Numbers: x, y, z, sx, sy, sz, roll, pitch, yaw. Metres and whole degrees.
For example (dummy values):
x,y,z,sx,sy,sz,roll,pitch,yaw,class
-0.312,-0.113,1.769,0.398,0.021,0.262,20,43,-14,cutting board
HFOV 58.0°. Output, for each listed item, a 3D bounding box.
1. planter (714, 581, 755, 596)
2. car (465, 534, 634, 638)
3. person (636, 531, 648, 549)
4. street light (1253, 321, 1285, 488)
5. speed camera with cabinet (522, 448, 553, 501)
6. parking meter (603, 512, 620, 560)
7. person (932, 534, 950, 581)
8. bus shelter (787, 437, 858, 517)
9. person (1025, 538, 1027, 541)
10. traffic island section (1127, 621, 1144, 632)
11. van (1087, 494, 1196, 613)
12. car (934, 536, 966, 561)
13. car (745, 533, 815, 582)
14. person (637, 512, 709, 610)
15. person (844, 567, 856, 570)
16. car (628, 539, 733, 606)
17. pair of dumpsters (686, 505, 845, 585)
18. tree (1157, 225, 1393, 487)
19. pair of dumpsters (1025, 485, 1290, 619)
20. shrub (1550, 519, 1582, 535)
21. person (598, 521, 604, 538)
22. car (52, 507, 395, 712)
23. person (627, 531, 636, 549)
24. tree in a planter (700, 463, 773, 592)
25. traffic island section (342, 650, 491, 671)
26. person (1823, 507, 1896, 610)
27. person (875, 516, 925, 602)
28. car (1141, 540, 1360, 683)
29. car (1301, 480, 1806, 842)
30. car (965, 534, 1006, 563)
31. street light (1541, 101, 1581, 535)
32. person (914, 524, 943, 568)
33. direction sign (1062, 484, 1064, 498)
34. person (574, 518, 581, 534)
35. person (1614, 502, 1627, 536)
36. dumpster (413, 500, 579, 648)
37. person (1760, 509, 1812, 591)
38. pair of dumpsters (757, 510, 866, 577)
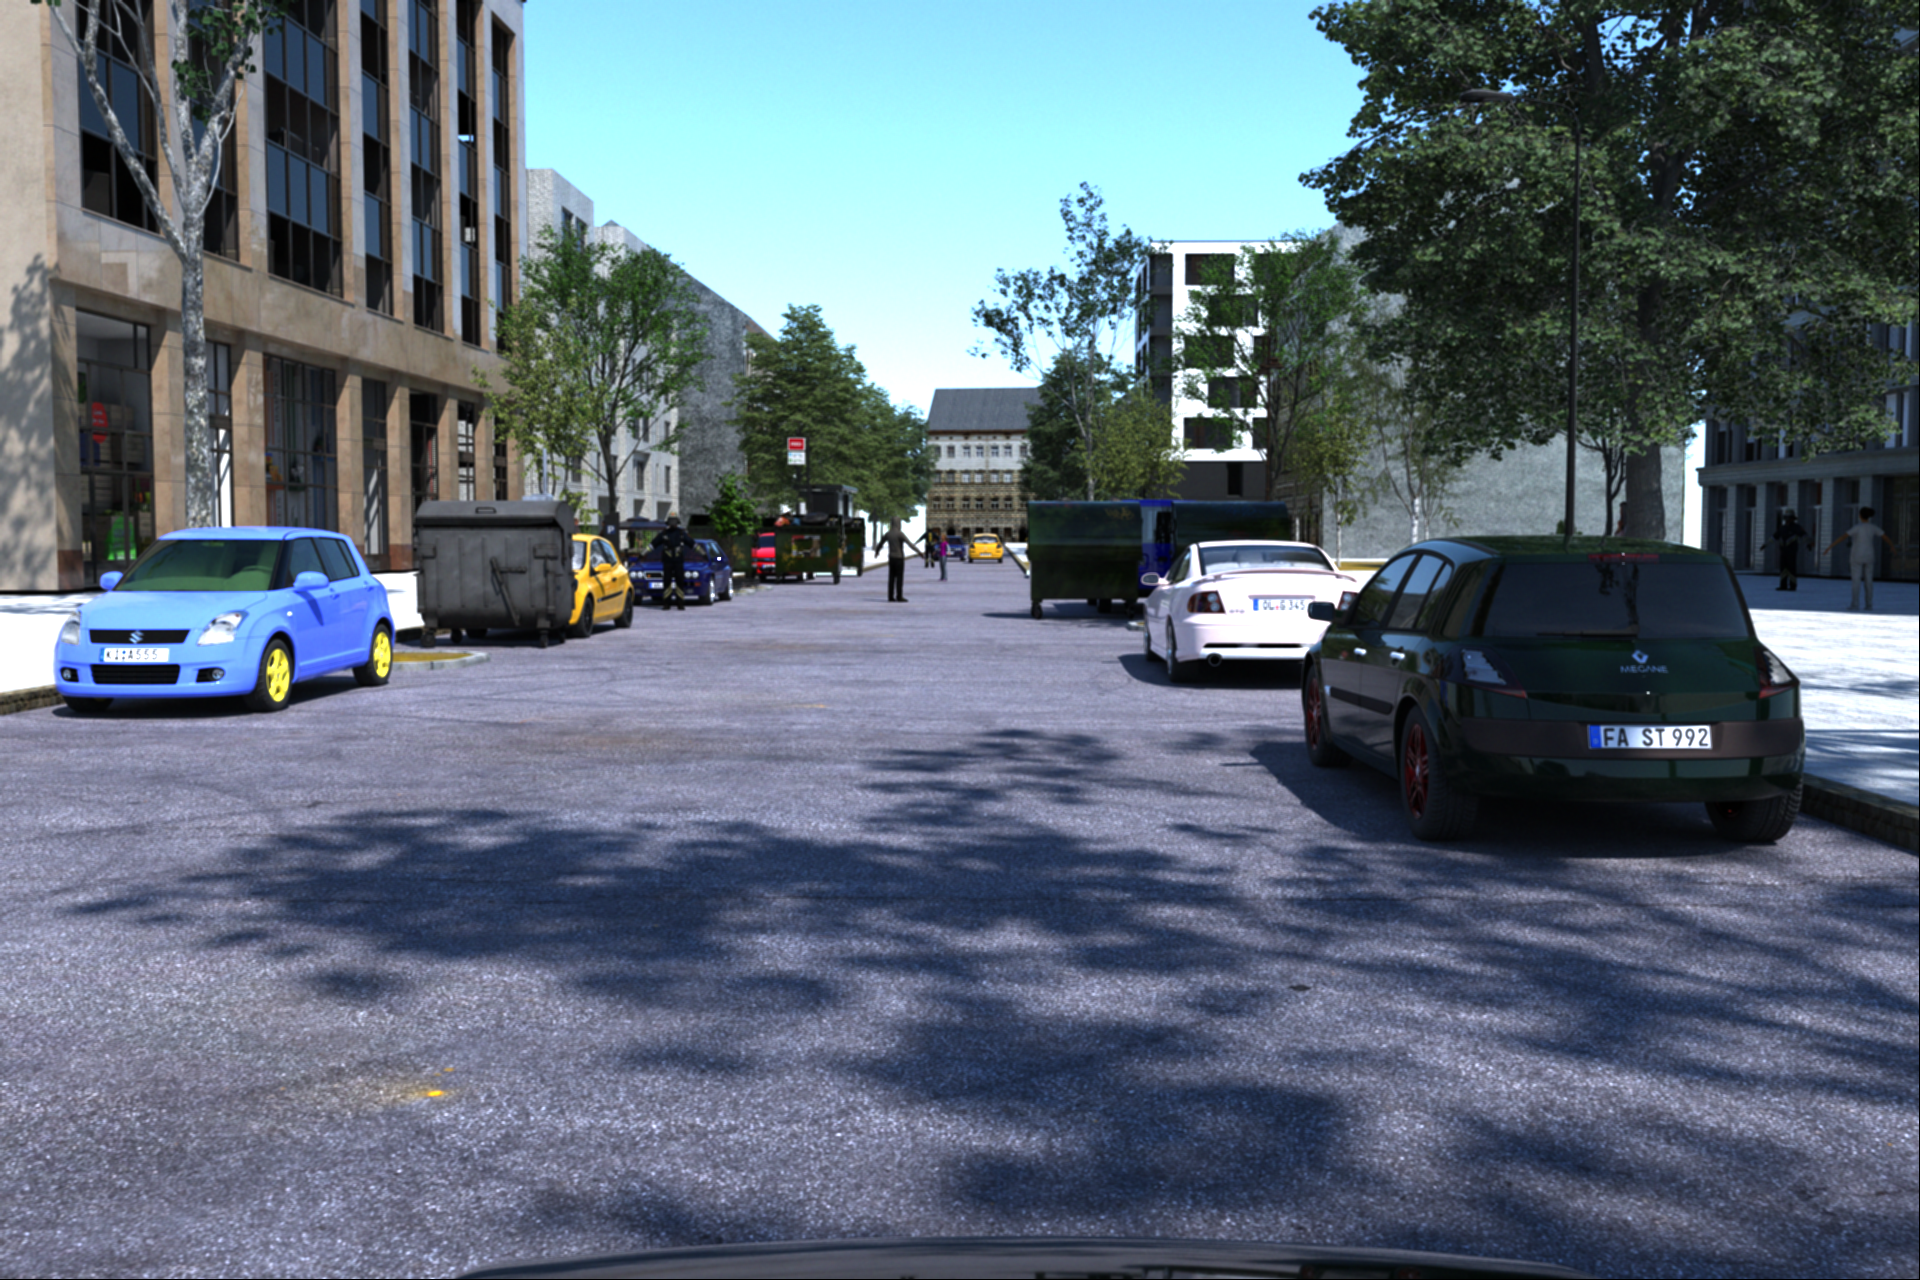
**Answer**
x,y,z,sx,sy,sz,roll,pitch,yaw,class
-5.882,-1.204,40.827,1.991,0.319,1.994,0,4,1,planter
-5.919,-0.908,25.066,2.015,1.641,3.980,0,4,2,car
-16.403,-5.058,88.966,0.705,1.796,1.348,1,4,12,person
6.705,-3.970,37.698,0.468,5.910,1.993,0,4,1,street light
-9.726,-2.833,40.649,0.660,3.252,2.038,0,4,2,speed camera with cabinet
-9.121,-2.424,45.337,0.399,1.863,0.255,0,4,1,parking meter
-0.561,-2.518,52.890,0.599,1.433,0.991,-2,4,-32,person
-5.933,-5.921,74.440,2.179,5.291,8.768,0,4,3,bus shelter
4.038,-5.357,93.561,0.705,1.833,1.349,3,5,44,person
3.530,-0.197,26.080,1.991,0.108,1.994,0,4,2,traffic island section
3.456,-1.756,33.088,2.240,2.365,5.245,0,4,1,van
-0.561,-4.896,92.638,1.945,1.354,3.894,0,4,2,car
-5.499,-2.699,53.174,2.155,1.783,4.494,0,4,1,car
-5.413,-1.496,32.699,1.354,1.856,0.705,0,4,-8,person
-3.948,-3.440,62.426,1.347,1.806,0.705,2,4,28,person
-5.795,-1.428,35.931,1.945,1.354,3.894,0,4,1,car
-5.544,-2.723,49.471,4.436,2.255,1.574,0,4,1,pair of dumpsters
10.552,-8.092,58.054,9.928,11.665,9.643,0,3,0,tree
3.322,-1.503,29.518,4.436,2.255,1.574,0,4,1,pair of dumpsters
27.186,-4.493,77.875,1.690,2.028,1.600,0,3,0,shrub
-13.922,-3.772,67.812,0.704,1.812,1.346,1,4,20,person
-6.297,-0.334,15.060,1.945,1.707,3.694,0,4,1,car
-18.303,-5.536,96.742,0.704,1.802,1.346,1,4,20,person
-5.795,-2.854,43.884,1.991,3.239,1.994,0,4,1,tree in a planter
-6.292,0.233,19.054,1.991,0.108,1.994,0,4,1,traffic island section
15.203,-1.374,29.240,1.217,1.739,0.721,0,4,1,person
-1.329,-1.712,36.579,1.348,1.813,0.705,3,4,38,person
2.976,-0.349,18.066,2.083,1.381,4.827,0,4,1,car
3.002,0.020,9.466,2.009,1.686,4.222,0,4,1,car
1.271,-4.652,86.290,2.015,1.641,3.980,0,4,1,car
7.000,-2.794,18.229,1.470,5.913,1.316,0,4,1,street light
-1.295,-4.009,73.784,1.354,1.856,0.705,0,4,-6,person
4.655,-5.287,78.434,0.379,3.537,0.876,0,3,0,direction sign
-11.434,-2.732,51.265,0.434,1.755,0.990,0,4,-5,person
9.480,-1.092,24.573,0.621,1.740,0.551,0,4,-5,person
-5.920,-0.852,22.150,1.865,1.857,1.264,0,4,1,dumpster
18.713,-2.035,39.147,0.704,1.845,1.351,-2,4,-24,person
-5.404,-3.275,58.492,4.436,2.255,1.574,0,4,1,pair of dumpsters
